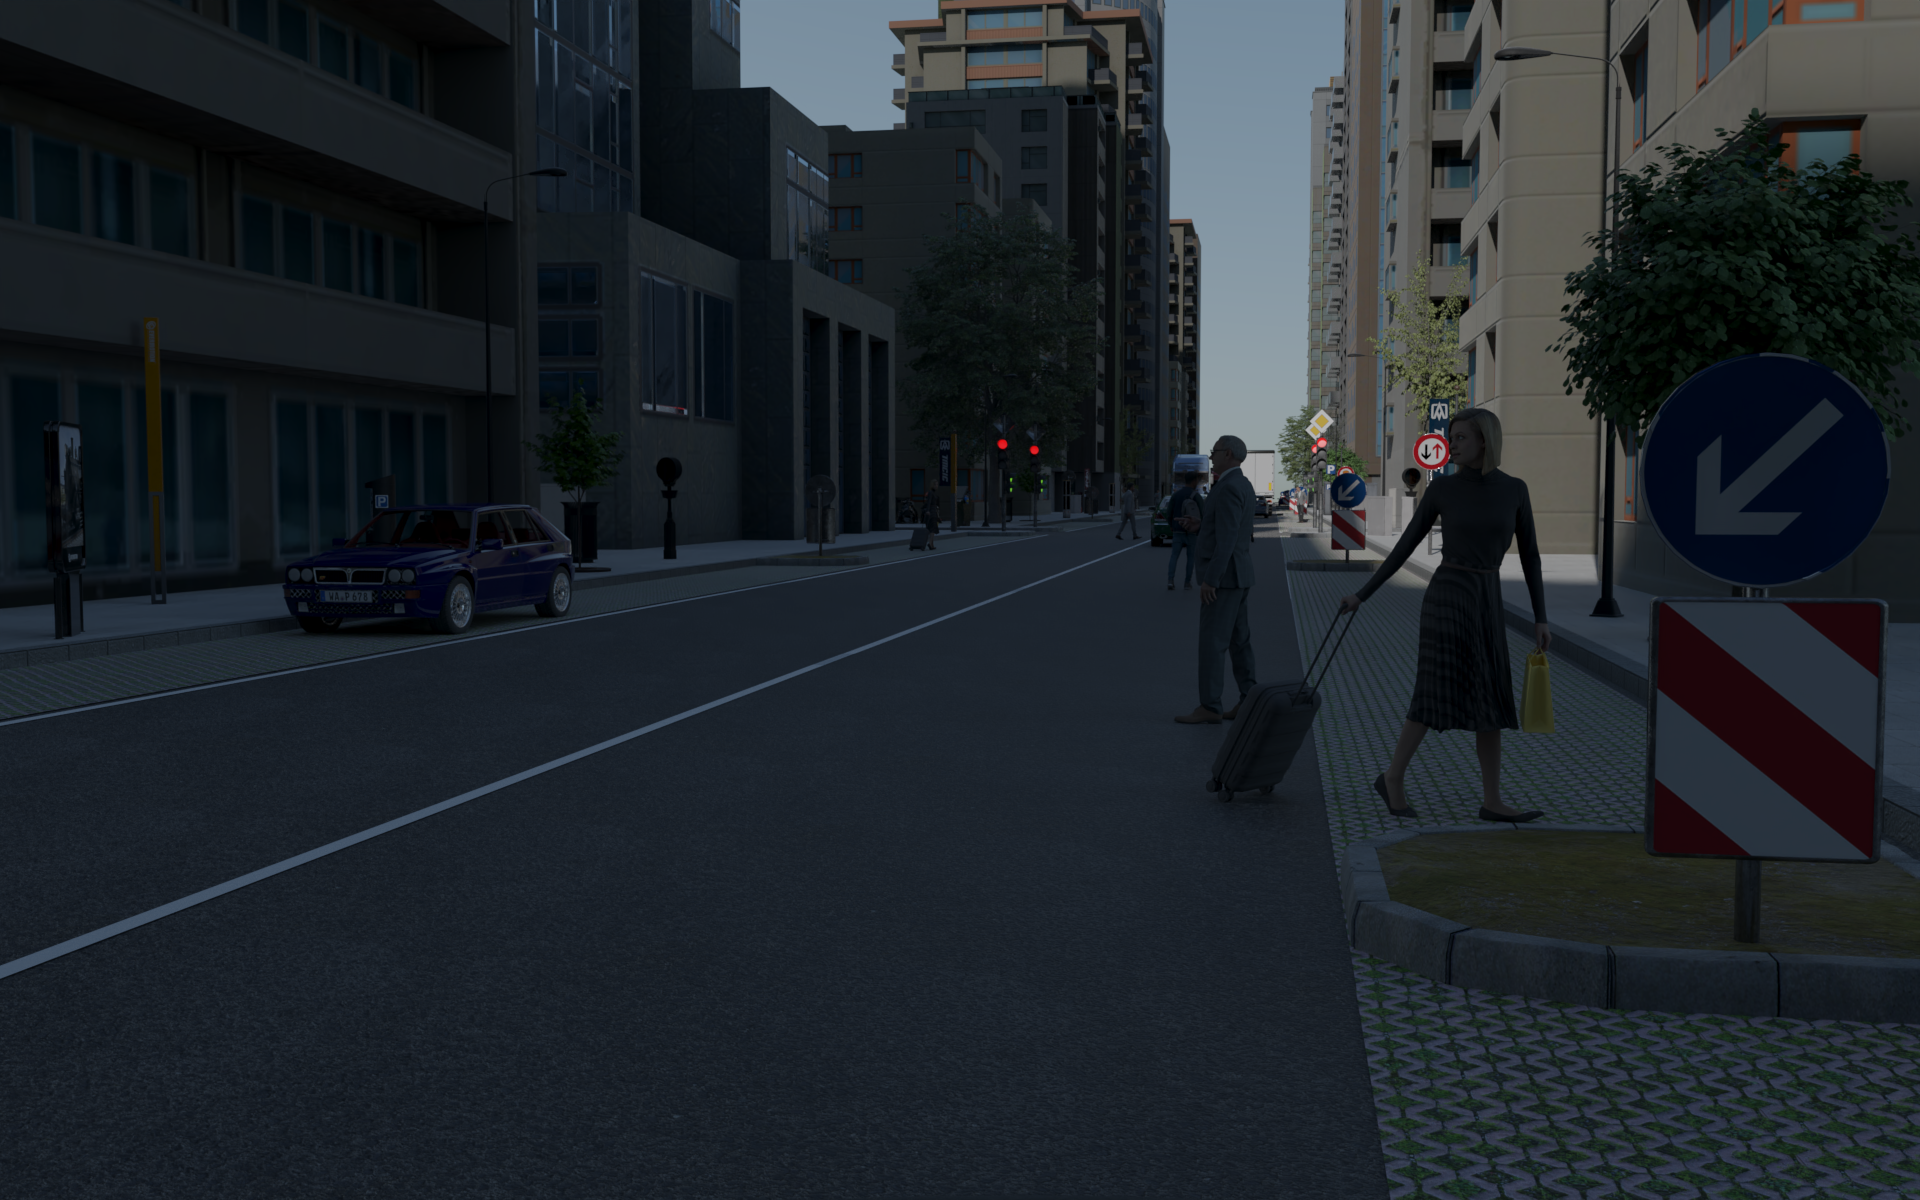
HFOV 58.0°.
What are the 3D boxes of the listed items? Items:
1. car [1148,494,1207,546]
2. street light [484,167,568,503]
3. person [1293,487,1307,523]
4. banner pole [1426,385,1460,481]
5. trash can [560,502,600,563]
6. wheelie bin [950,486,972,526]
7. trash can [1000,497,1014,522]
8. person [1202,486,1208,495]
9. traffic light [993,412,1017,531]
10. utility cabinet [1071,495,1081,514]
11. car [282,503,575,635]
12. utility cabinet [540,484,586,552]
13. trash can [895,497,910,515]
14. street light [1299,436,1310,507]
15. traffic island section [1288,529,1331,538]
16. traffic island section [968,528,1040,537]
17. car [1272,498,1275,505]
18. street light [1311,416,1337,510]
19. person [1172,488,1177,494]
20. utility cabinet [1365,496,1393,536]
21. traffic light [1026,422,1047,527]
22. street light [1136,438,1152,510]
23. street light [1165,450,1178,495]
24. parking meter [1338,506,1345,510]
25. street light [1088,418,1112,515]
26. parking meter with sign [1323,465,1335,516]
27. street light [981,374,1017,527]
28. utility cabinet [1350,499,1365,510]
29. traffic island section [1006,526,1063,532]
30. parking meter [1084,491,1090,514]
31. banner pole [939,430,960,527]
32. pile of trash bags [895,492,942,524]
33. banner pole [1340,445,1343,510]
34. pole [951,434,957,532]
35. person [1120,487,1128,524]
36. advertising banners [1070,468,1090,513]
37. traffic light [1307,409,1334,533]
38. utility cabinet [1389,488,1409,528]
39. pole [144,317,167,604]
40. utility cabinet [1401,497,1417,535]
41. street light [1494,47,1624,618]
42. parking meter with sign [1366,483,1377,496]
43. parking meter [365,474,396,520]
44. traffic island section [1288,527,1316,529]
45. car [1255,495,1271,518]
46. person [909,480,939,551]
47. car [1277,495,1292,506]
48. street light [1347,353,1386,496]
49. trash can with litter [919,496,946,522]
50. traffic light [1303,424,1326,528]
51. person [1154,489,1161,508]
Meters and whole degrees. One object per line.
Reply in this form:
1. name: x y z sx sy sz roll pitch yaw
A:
1. car: 6.330 -2.253 48.640 2.131 1.459 4.920 1 4 9
2. street light: -6.266 -3.201 24.873 1.470 5.913 1.316 1 4 10
3. person: 16.777 -4.693 85.415 0.473 1.802 0.592 -3 5 -40
4. banner pole: 11.196 -3.053 39.934 0.863 3.779 0.401 0 4 2
5. trash can: -7.077 -1.264 32.319 0.748 1.137 0.748 0 3 0
6. wheelie bin: 0.049 -3.738 69.020 0.980 1.594 0.693 3 4 38
7. trash can: 2.085 -4.116 78.947 0.748 1.137 0.748 0 3 0
8. person: 12.411 -4.823 87.314 0.822 1.834 0.622 1 4 9
9. traffic light: 1.522 -4.307 59.339 0.839 4.253 0.868 1 4 10
10. utility cabinet: 7.640 -6.308 114.299 0.306 1.237 1.020 2 4 31
11. car: -5.676 -0.387 18.907 1.945 1.354 3.894 1 4 11
12. utility cabinet: -8.643 -1.750 37.295 0.318 1.500 1.173 3 5 44
13. trash can: -2.608 -4.101 78.706 0.748 1.137 0.748 0 3 0
14. street light: 28.175 -10.183 139.028 1.470 5.913 1.316 1 4 10
15. traffic island section: 12.004 -2.159 57.579 2.009 0.180 2.903 1 4 10
16. traffic island section: 1.484 -2.275 59.481 2.009 0.180 2.903 1 4 10
17. car: 26.893 -8.870 154.057 2.155 1.783 4.494 1 4 11
18. street light: 21.327 -7.843 100.777 1.470 5.913 1.316 1 4 10
19. person: 11.964 -5.369 96.764 0.782 1.767 0.515 1 4 11
20. utility cabinet: 12.959 -2.585 53.427 0.306 1.237 1.020 -1 4 -17
21. traffic light: 2.944 -4.788 67.197 0.839 4.253 0.868 1 4 10
22. street light: 15.308 -10.464 143.633 1.470 5.913 1.316 1 4 10
23. street light: 22.170 -12.804 181.882 1.470 5.913 1.316 1 4 10
24. parking meter: 22.586 -5.929 102.643 0.399 1.863 0.255 3 5 45
25. street light: 8.573 -8.164 106.020 1.470 5.913 1.316 1 4 10
26. parking meter with sign: 22.153 -6.601 104.194 0.543 3.016 1.738 0 4 3
27. street light: 1.530 -5.798 67.342 1.470 5.913 1.316 1 4 10
28. utility cabinet: 18.788 -4.297 81.410 1.020 1.237 0.306 -3 4 -37
29. traffic island section: 2.906 -2.756 67.339 2.009 0.180 2.903 1 4 10
30. parking meter: 8.270 -6.397 113.002 0.372 1.533 0.369 0 3 0
31. banner pole: -0.425 -4.726 67.289 0.863 3.779 0.401 1 4 12
32. pile of trash bags: -1.664 -4.031 75.658 1.912 1.369 3.447 1 4 11
33. banner pole: 19.613 -6.060 89.100 0.401 3.779 0.863 1 4 13
34. pole: -0.208 -3.974 58.813 0.158 3.312 0.155 0 3 0
35. person: 7.900 -4.566 83.706 0.362 1.759 0.519 -1 4 -22
36. advertising banners: 8.094 -7.389 116.991 0.090 3.025 2.074 3 5 44
37. traffic light: 11.967 -4.193 57.472 0.839 4.253 0.868 1 4 10
38. utility cabinet: 16.435 -3.440 64.921 0.318 1.500 1.173 3 4 38
39. pole: -9.349 -1.607 20.118 0.158 3.312 0.155 0 3 0
40. utility cabinet: 11.390 -2.001 43.876 0.306 1.237 1.020 1 4 20
41. street light: 6.248 -2.785 18.080 1.470 5.913 1.316 1 4 10
42. parking meter with sign: 27.553 -7.316 115.880 1.738 3.016 0.543 0 4 0
43. parking meter: -7.376 -0.835 22.066 0.372 1.533 0.369 0 3 0
44. traffic island section: 13.426 -2.640 65.437 2.009 0.180 2.903 1 4 10
45. car: 17.653 -5.631 104.064 2.014 1.417 4.499 1 4 9
46. person: -0.872 -2.152 43.896 0.699 1.804 1.509 2 4 29
47. car: 36.481 -11.086 193.837 1.945 1.354 3.894 1 4 10
48. street light: 13.459 -5.177 57.191 1.470 5.913 1.316 1 4 10
49. trash can with litter: -1.463 -4.293 81.255 1.678 1.210 2.233 3 4 37
50. traffic light: 13.389 -4.673 65.330 0.839 4.253 0.868 1 4 10
51. person: 14.187 -7.087 124.559 0.511 1.800 0.466 1 4 20
